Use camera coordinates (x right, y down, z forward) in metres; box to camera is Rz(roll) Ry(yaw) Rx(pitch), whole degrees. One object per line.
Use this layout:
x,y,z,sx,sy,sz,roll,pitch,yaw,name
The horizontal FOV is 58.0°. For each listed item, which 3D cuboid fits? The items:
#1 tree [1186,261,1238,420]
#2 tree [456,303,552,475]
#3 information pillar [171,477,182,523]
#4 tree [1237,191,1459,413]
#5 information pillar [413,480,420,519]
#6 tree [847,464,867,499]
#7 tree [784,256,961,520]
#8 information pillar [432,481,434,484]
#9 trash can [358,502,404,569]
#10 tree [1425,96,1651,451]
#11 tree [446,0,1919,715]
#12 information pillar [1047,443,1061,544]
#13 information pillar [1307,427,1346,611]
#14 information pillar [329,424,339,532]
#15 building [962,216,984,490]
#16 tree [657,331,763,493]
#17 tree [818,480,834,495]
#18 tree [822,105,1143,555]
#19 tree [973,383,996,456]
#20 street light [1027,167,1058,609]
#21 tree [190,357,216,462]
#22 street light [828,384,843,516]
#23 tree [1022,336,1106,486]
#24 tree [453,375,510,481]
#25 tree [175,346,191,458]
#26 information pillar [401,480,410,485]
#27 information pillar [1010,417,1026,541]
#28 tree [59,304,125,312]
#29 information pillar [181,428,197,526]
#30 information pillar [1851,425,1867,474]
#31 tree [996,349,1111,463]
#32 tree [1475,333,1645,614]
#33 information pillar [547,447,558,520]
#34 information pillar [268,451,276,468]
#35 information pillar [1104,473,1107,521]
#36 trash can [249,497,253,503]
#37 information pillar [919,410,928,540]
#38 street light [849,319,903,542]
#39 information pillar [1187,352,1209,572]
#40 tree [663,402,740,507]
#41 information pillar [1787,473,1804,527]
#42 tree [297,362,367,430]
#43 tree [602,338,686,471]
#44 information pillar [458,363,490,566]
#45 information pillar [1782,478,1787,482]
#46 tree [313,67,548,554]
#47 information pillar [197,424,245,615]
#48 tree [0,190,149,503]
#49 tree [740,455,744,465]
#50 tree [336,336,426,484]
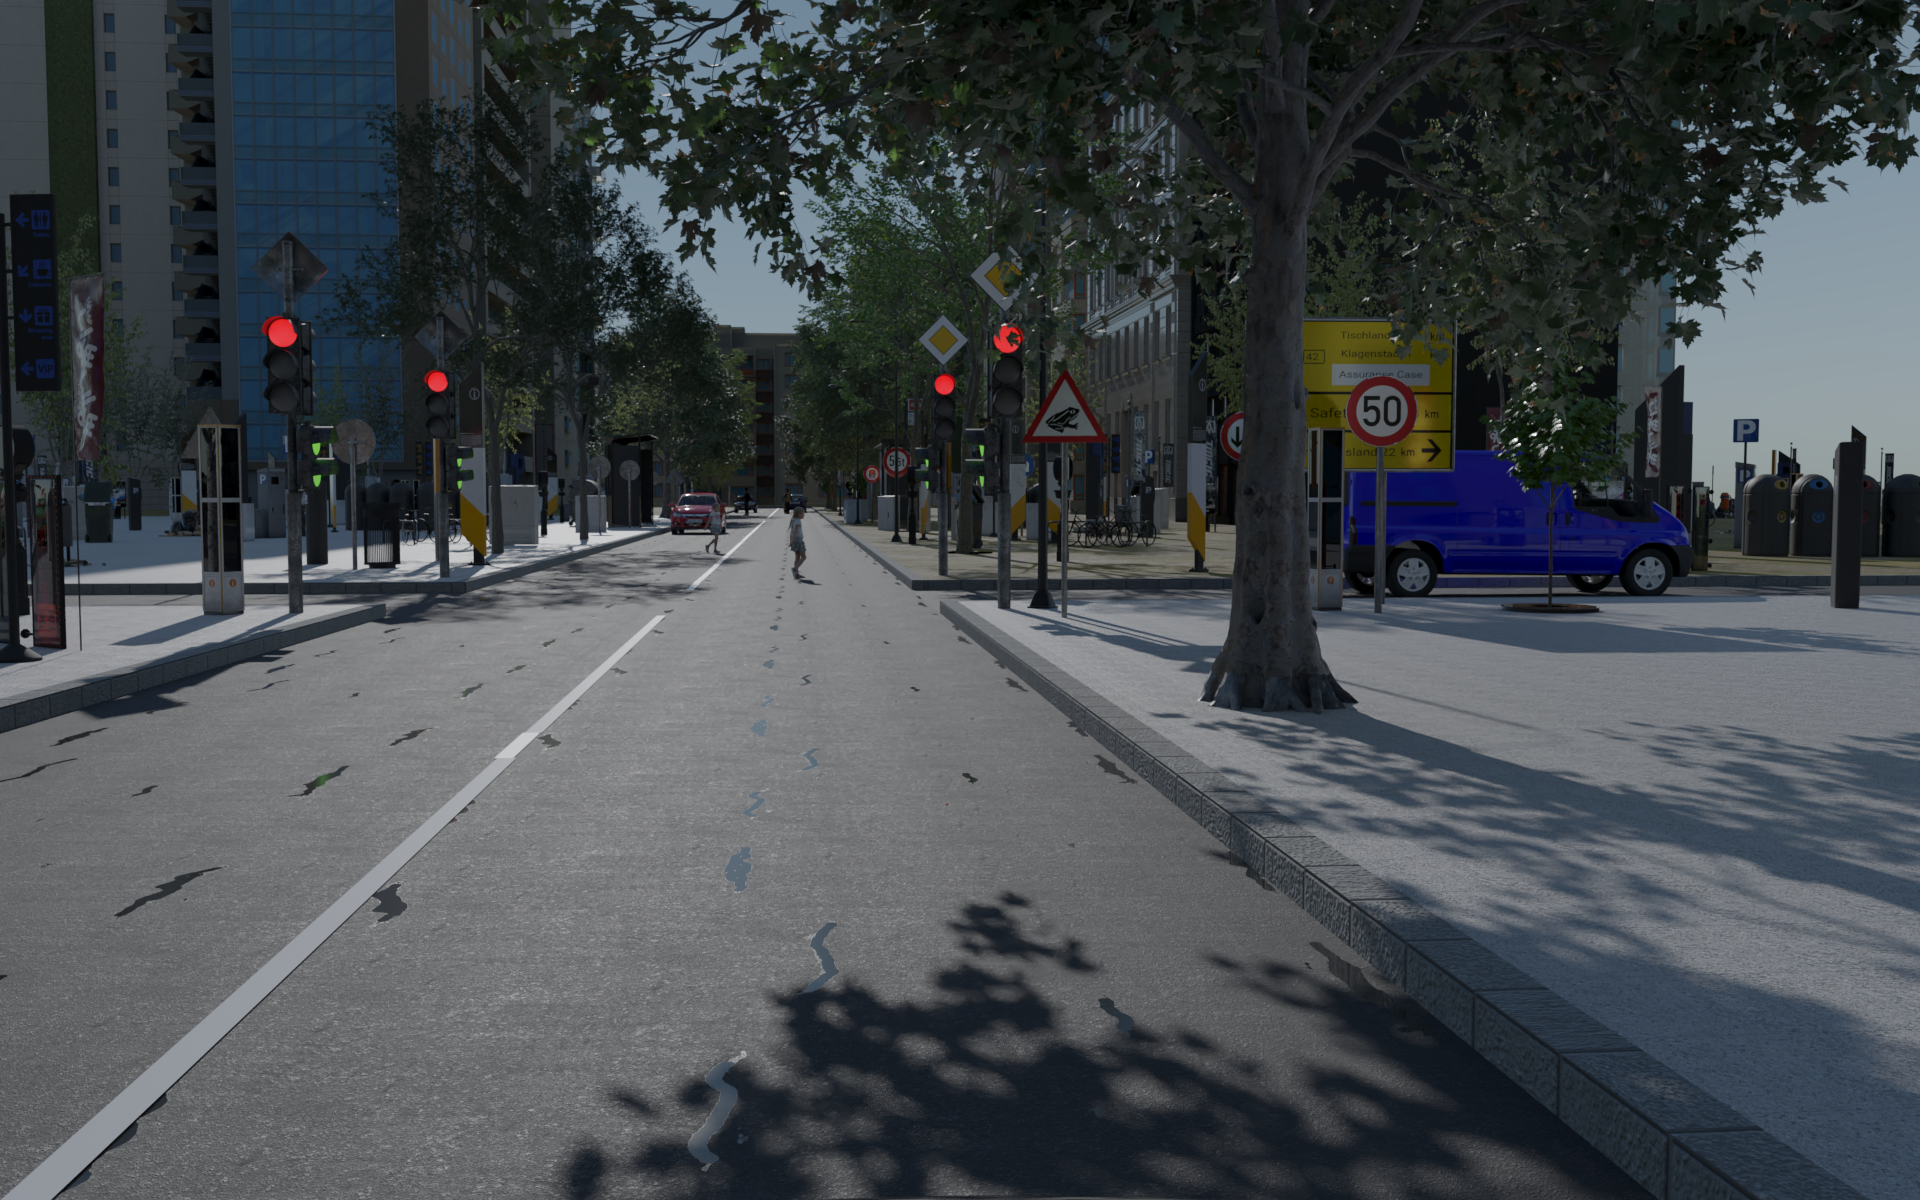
9.372,-6.415,55.249,4.737,8.622,4.395,0,3,0,tree
-17.716,-7.090,66.288,4.360,8.622,3.978,0,3,0,tree
-34.684,-4.416,76.697,0.304,2.012,0.304,3,5,39,information pillar
9.731,-5.618,42.218,4.737,8.622,4.395,0,3,0,tree
-28.013,-5.189,89.331,0.304,2.012,0.304,-1,4,-10,information pillar
-5.365,-6.082,94.040,1.663,3.219,1.824,0,3,0,tree
-4.535,-11.046,87.252,9.857,13.997,8.962,0,3,0,tree
-29.006,-5.591,95.899,0.304,2.012,0.304,3,5,39,information pillar
-10.017,-1.122,30.005,0.748,1.137,0.748,0,3,0,trash can
10.220,-4.958,31.430,4.360,8.622,3.978,0,3,0,tree
1.909,-5.698,10.168,9.611,12.733,9.660,0,3,0,tree
2.380,-3.272,44.856,0.504,3.616,0.183,-1,4,-13,information pillar
4.031,-0.893,19.099,0.304,2.012,0.304,-1,4,-14,information pillar
-21.010,-4.077,58.020,0.183,3.616,0.504,-2,4,-32,information pillar
12.021,-32.171,217.872,23.993,40.220,32.217,0,4,-5,building
-17.612,-12.408,120.996,7.486,12.596,7.792,0,3,0,tree
-12.978,-10.758,170.499,1.663,3.219,1.824,0,3,0,tree
0.260,-6.797,36.892,9.928,11.665,9.643,0,3,0,tree
2.124,-9.217,101.054,4.737,8.622,4.395,0,3,0,tree
0.392,-2.860,19.302,1.470,5.913,1.316,0,4,-5,street light
-39.479,-8.343,86.763,4.360,8.622,3.978,0,3,0,tree
-4.894,-6.181,73.596,1.470,5.913,1.316,0,4,-5,street light
4.546,-7.798,77.862,4.360,8.622,3.978,0,3,0,tree
-27.230,-9.050,98.337,4.737,8.622,4.395,0,3,0,tree
-37.969,-7.899,79.505,4.360,8.622,3.978,0,3,0,tree
-28.897,-5.247,90.282,0.304,2.012,0.304,2,4,25,information pillar
1.577,-3.447,47.709,0.504,3.616,0.183,-2,4,-31,information pillar
-32.544,-6.983,64.530,4.360,8.622,3.978,0,3,0,tree
-27.295,-4.281,61.349,0.504,3.616,0.183,0,4,-2,information pillar
30.284,-4.104,58.453,0.504,3.616,0.183,3,5,41,information pillar
5.132,-8.273,85.620,4.737,8.622,4.395,0,3,0,tree
6.473,-1.483,18.855,1.663,3.219,1.824,0,3,0,tree
-20.172,-5.768,85.654,0.504,3.616,0.183,-1,4,-15,information pillar
-37.605,-6.322,94.724,0.504,3.616,0.183,1,4,22,information pillar
6.764,-5.595,82.826,0.504,3.616,0.183,0,4,-2,information pillar
-33.115,-4.189,80.145,0.748,1.137,0.748,0,3,0,trash can
-1.000,-3.497,48.526,0.183,3.616,0.504,1,4,13,information pillar
-2.235,-4.500,46.124,1.470,5.913,1.316,0,4,-5,street light
3.893,-2.266,28.403,0.183,3.616,0.504,3,4,37,information pillar
-17.689,-9.913,112.438,4.737,8.622,4.395,0,3,0,tree
29.845,-3.505,61.805,0.304,2.012,0.304,-1,4,-16,information pillar
-35.169,-8.941,96.542,4.737,8.622,4.395,0,3,0,tree
-14.526,-7.937,80.131,4.360,8.622,3.978,0,3,0,tree
-8.723,-2.427,31.043,0.504,3.616,0.183,1,4,16,information pillar
38.303,-4.647,80.475,0.304,2.012,0.304,2,4,28,information pillar
-9.854,-6.291,37.269,8.767,10.594,7.601,1,4,11,tree
-7.857,-0.852,18.427,0.304,2.012,0.304,2,4,26,information pillar
-21.924,-5.610,42.080,4.737,8.622,4.395,0,3,0,tree
-22.872,-13.522,171.444,4.737,8.622,4.395,0,3,0,tree
-26.633,-7.892,79.390,4.360,8.622,3.978,0,3,0,tree
